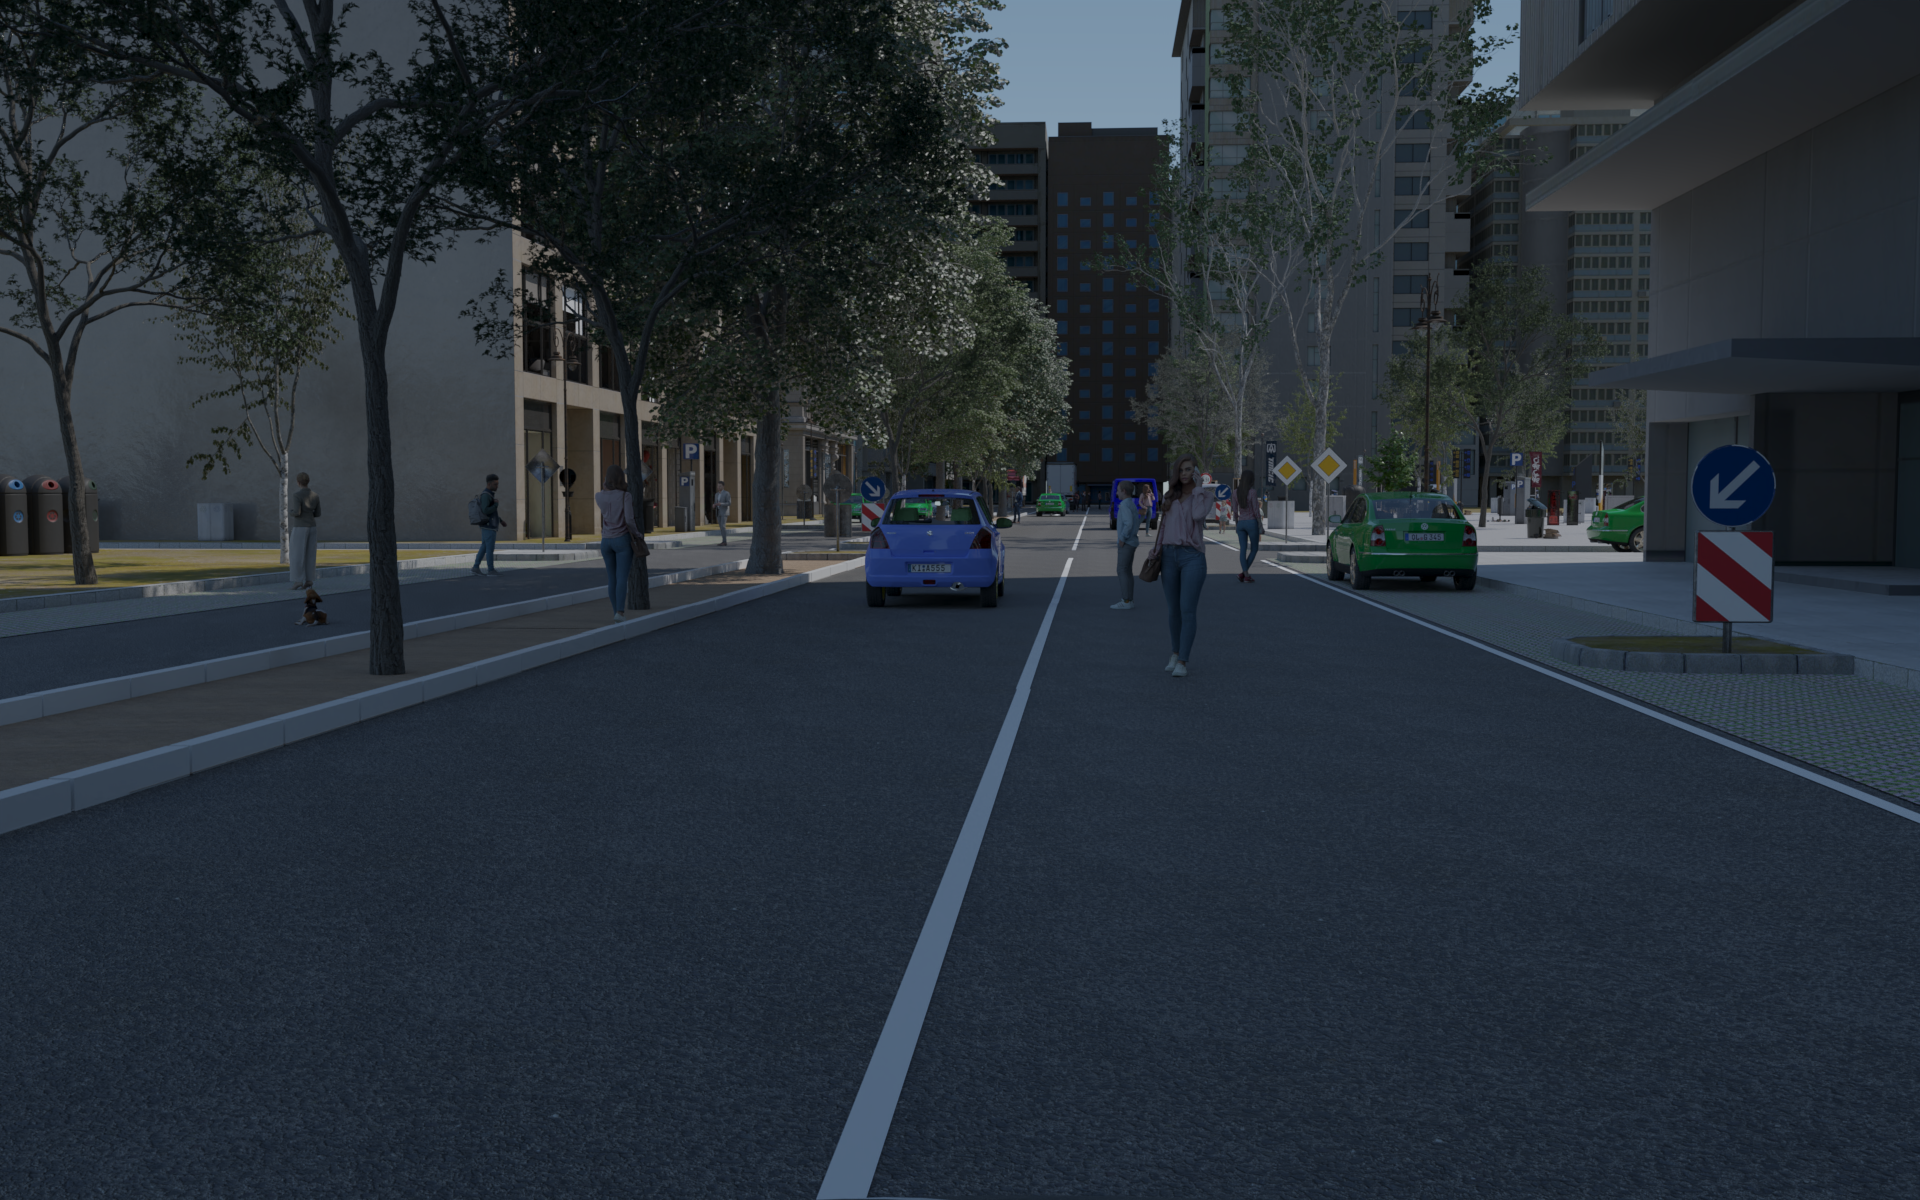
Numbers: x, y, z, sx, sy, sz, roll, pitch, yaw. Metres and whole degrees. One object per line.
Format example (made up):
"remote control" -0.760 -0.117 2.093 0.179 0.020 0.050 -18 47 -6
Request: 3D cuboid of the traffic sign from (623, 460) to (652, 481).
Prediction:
"traffic sign" -8.587 -2.601 46.172 0.795 2.450 0.064 0 4 4

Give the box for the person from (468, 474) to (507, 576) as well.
"person" -8.189 -1.300 30.109 0.721 1.781 0.623 -2 4 -27

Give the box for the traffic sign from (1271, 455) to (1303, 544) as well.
"traffic sign" 8.455 -2.520 44.840 0.795 2.450 0.064 0 4 4

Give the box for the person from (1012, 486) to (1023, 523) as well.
"person" 2.804 -4.650 84.711 0.419 1.800 0.721 -3 4 -37

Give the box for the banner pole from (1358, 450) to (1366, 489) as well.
"banner pole" 22.716 -6.597 97.883 0.863 3.779 0.401 -3 5 -42

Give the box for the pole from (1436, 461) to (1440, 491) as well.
"pole" 29.712 -6.960 107.635 0.158 3.312 0.155 0 3 0

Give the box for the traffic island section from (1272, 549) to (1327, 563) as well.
"traffic island section" 7.863 -0.897 36.954 2.009 0.180 2.903 0 4 4

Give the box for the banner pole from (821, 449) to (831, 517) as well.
"banner pole" -7.440 -6.478 95.930 0.863 3.779 0.401 3 5 40

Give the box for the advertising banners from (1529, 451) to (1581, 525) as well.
"advertising banners" 24.345 -4.570 70.905 2.074 3.025 0.090 1 4 10

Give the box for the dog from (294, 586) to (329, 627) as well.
"dog" -7.202 0.068 19.079 0.550 0.427 0.748 1 4 10

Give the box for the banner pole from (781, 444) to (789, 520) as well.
"banner pole" -8.655 -5.841 85.521 0.401 3.779 0.863 -3 4 -37

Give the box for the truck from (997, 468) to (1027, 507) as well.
"truck" 5.740 -12.218 188.670 2.839 4.237 11.283 0 4 5

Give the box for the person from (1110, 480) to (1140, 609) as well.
"person" 2.089 -0.701 21.767 0.330 1.601 0.589 2 4 26

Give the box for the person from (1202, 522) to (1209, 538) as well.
"person" 6.564 -2.134 48.890 1.012 1.151 0.738 0 4 0

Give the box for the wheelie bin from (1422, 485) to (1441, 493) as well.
"wheelie bin" 16.520 -3.247 60.992 0.693 1.594 0.980 0 4 -4

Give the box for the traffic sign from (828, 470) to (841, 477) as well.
"traffic sign" -6.691 -5.680 92.967 0.768 2.556 0.104 0 4 5

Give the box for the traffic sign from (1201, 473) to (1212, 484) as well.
"traffic sign" 14.733 -6.353 103.977 0.768 2.556 0.104 1 4 8

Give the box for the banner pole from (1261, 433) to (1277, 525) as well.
"banner pole" 12.664 -4.976 71.371 0.863 3.779 0.401 -1 4 -10

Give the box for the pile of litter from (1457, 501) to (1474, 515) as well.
"pile of litter" 30.708 -5.601 105.541 1.719 0.858 1.176 -2 4 -31

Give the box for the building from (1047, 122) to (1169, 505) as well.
"building" 17.995 -34.336 211.500 14.200 45.320 14.600 0 4 4

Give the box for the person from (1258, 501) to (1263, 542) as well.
"person" 8.212 -2.121 47.860 0.332 1.250 0.352 2 4 24

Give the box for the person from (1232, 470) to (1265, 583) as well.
"person" 4.673 -1.192 28.007 0.555 1.821 0.388 2 4 31

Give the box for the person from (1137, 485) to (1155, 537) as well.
"person" 6.196 -3.018 58.441 0.593 1.750 0.643 -3 5 -40

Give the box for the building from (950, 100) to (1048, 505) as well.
"building" 0.419 -36.243 216.274 21.600 48.544 21.300 0 4 4

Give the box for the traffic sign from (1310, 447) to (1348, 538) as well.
"traffic sign" 7.839 -2.033 36.879 0.795 2.450 0.064 0 4 4

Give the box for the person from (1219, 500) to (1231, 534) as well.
"person" 9.490 -2.964 61.979 0.505 1.210 0.382 2 4 26

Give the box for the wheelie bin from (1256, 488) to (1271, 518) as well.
"wheelie bin" 16.017 -5.128 91.758 0.693 1.594 0.980 -2 4 -33

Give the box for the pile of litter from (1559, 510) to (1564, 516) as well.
"pile of litter" 35.668 -5.391 102.113 1.719 0.858 1.176 0 4 7

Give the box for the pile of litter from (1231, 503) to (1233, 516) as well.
"pile of litter" 16.252 -5.453 103.127 1.719 0.858 1.176 -3 5 -41

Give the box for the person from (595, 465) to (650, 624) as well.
"person" -3.727 -0.599 18.882 0.593 1.750 0.643 1 4 17

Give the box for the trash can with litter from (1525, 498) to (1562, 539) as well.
"trash can with litter" 16.834 -2.357 49.916 0.624 1.170 1.055 -3 5 -41

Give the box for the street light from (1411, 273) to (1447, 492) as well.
"street light" 9.803 -3.886 36.326 0.468 5.910 1.993 0 4 4

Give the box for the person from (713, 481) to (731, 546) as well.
"person" -6.666 -2.408 48.065 0.606 1.804 0.583 2 4 34

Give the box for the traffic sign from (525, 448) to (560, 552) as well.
"traffic sign" -9.203 -2.114 38.211 0.795 2.450 0.064 0 4 4

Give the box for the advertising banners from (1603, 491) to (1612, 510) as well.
"advertising banners" 29.268 -5.040 78.594 0.090 3.025 2.074 0 4 7

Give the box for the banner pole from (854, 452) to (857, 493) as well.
"banner pole" -6.234 -6.969 103.953 0.401 3.779 0.863 -1 4 -12

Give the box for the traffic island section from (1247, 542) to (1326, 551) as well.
"traffic island section" 8.479 -1.384 44.916 2.009 0.180 2.903 0 4 4

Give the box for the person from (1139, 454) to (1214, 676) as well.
"person" 1.769 -0.289 13.821 0.593 1.750 0.643 2 4 32

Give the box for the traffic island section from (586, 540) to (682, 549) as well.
"traffic island section" -8.612 -1.465 46.236 2.009 0.180 2.903 0 4 4

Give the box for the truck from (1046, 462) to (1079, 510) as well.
"truck" 9.356 -10.345 158.059 2.839 4.237 11.283 0 4 5

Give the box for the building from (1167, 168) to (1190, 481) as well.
"building" 32.321 -32.185 209.815 14.086 41.232 14.154 0 4 4

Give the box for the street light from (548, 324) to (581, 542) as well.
"street light" -10.585 -4.508 46.498 0.468 5.910 1.993 0 4 4

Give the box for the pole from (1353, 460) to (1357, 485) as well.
"pole" 23.577 -6.703 103.437 0.158 3.312 0.155 0 3 0

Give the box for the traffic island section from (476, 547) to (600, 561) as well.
"traffic island section" -9.227 -0.978 38.275 2.009 0.180 2.903 0 4 4

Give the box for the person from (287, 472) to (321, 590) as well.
"person" -9.823 -1.030 25.889 0.362 1.759 0.519 2 4 29

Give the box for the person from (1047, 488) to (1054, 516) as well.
"person" 6.025 -6.527 114.987 0.659 1.850 0.755 1 4 20

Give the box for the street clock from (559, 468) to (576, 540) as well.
"street clock" -10.979 -2.688 48.514 0.471 2.002 0.358 -1 4 -15

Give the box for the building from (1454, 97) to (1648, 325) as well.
"building" 69.049 -36.202 211.512 30.456 49.044 23.786 0 4 4

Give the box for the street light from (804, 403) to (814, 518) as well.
"street light" -7.435 -6.962 86.610 0.468 5.910 1.993 0 4 4

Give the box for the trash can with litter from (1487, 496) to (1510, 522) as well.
"trash can with litter" 24.782 -4.207 79.841 1.678 1.210 2.233 1 4 19

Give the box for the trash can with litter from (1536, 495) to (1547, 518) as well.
"trash can with litter" 31.978 -5.135 95.006 2.233 1.210 1.678 1 4 16
